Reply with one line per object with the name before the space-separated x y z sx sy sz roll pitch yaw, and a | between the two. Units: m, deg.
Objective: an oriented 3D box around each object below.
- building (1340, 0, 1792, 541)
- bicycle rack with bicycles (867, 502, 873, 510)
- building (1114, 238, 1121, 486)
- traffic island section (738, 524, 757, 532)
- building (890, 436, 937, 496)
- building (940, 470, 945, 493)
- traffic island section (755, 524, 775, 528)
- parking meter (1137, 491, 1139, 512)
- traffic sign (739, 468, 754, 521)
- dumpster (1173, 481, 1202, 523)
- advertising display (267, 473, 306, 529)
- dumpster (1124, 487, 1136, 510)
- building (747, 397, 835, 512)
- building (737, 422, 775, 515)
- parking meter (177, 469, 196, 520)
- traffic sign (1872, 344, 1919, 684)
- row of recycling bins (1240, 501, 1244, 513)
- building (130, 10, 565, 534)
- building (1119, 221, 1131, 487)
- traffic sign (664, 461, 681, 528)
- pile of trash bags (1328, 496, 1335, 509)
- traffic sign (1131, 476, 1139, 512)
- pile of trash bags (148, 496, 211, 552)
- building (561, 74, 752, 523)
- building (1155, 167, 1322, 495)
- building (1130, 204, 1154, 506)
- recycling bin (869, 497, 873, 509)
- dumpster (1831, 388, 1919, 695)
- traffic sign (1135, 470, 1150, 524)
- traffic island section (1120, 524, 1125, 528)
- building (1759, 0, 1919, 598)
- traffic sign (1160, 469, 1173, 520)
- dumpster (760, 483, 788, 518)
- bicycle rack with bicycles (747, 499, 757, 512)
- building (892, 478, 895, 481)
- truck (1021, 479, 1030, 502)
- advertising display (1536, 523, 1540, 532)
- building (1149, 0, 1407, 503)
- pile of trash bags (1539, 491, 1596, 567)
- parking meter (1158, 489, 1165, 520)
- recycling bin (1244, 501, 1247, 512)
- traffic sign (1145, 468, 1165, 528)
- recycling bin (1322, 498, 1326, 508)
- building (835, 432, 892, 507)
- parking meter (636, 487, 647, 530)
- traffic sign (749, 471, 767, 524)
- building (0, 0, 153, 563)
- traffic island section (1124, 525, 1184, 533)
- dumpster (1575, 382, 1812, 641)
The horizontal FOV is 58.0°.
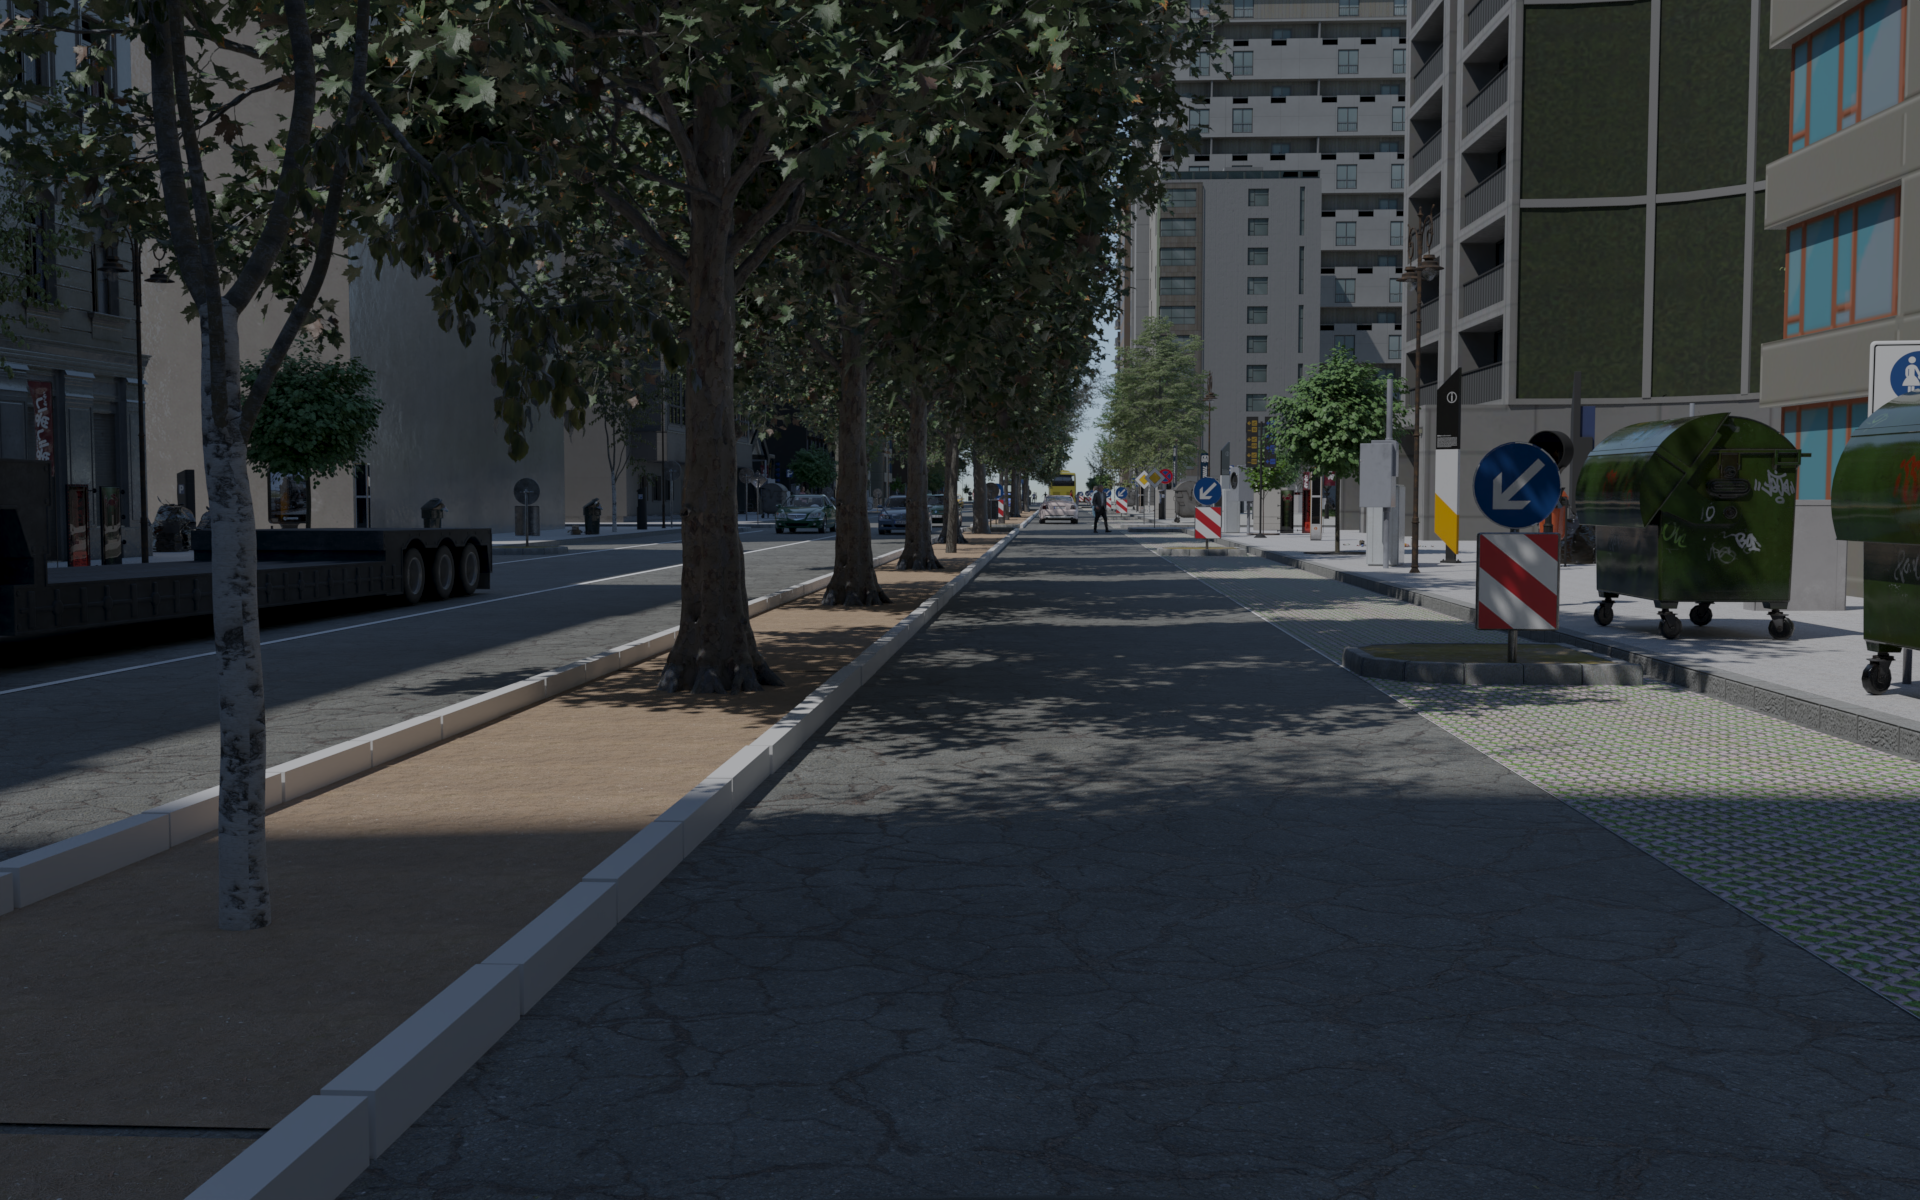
building | 23.171 -37.377 49.372 20.563 71.187 20.611 0 4 3
bicycle rack with bicycles | -8.486 -7.556 136.923 2.925 0.926 2.852 0 4 5
building | 37.213 -38.964 291.688 22.147 44.769 28.867 0 4 3
traffic island section | -9.145 -2.697 66.370 2.009 0.180 2.903 0 4 3
building | -10.518 -37.556 264.146 14.600 45.320 14.200 0 4 3
building | -15.460 -27.045 287.230 27.650 21.520 28.899 0 4 3
traffic island section | -8.695 -3.184 74.342 2.009 0.180 2.903 0 4 3
parking meter | 13.120 -7.252 126.979 0.372 1.533 0.369 0 3 0
traffic sign | -10.275 -5.088 83.299 0.768 2.556 0.104 1 4 10
dumpster | 10.161 -4.354 76.954 1.264 1.857 1.865 0 4 3
advertising display | -15.759 -2.169 40.673 0.123 1.923 0.974 3 5 43
dumpster | 13.919 -8.399 143.082 1.264 1.857 1.865 0 4 3
building | -16.609 -18.435 131.088 12.332 23.373 15.834 0 4 3
building | -20.440 -14.806 109.534 16.820 18.784 16.811 0 4 3
parking meter | -18.409 -2.171 41.215 0.399 1.863 0.255 2 4 32
traffic sign | 6.396 -0.581 11.629 0.606 2.300 0.079 1 4 10
row of recycling bins | 17.882 -6.794 118.201 1.069 1.692 3.534 -3 5 -44
building | -32.064 -15.285 54.418 34.151 26.468 19.350 0 4 3
building | 29.551 -36.181 241.671 14.600 45.320 14.200 0 4 3
traffic sign | -11.047 -4.048 66.283 0.768 2.556 0.104 1 4 9
pile of trash bags | 29.533 -7.533 132.915 3.447 1.369 1.912 1 4 15
traffic sign | 12.387 -7.420 121.416 0.768 2.556 0.104 1 4 9
pile of trash bags | -18.133 -1.759 38.517 1.912 1.369 3.447 2 4 34
building | -19.715 -18.061 88.810 14.314 27.812 24.014 0 4 3
building | 24.756 -23.580 157.236 14.160 30.474 14.107 0 4 3
building | 30.758 -40.547 204.941 21.231 58.520 28.212 0 4 3
recycling bin | -7.844 -8.170 146.131 0.722 1.027 0.722 -3 4 -36
dumpster | 6.300 -0.470 10.176 1.502 2.255 1.985 0 4 3
traffic sign | 7.796 -4.262 73.333 0.795 2.450 0.064 0 4 3
traffic island section | 7.820 -3.127 73.409 2.009 0.180 2.903 0 4 3
building | 24.324 -10.021 8.878 27.650 21.520 28.899 0 4 3
traffic sign | 10.308 -5.312 86.949 0.768 2.556 0.104 1 4 10
dumpster | -9.876 -5.274 91.986 1.264 1.857 1.865 0 4 3
bicycle rack with bicycles | -14.694 -6.632 121.813 2.925 0.926 2.852 2 4 31
building | -21.732 -36.907 192.675 28.713 52.752 27.495 0 4 3
truck | 9.942 -17.892 282.291 2.967 4.110 18.799 0 4 3
advertising display | 12.408 -1.921 36.630 0.123 1.923 0.974 0 4 1
building | 33.466 -35.940 176.861 28.713 52.752 27.495 0 4 3
pile of trash bags | 11.626 -1.333 31.554 3.447 1.369 1.912 -3 4 -38
parking meter | 10.207 -4.830 87.384 0.372 1.533 0.369 0 3 0
recycling bin | 20.155 -6.849 124.538 0.722 1.027 0.722 -1 4 -16
traffic sign | 7.346 -3.775 65.360 0.795 2.450 0.064 0 4 3
recycling bin | 22.065 -5.716 106.009 0.722 1.027 0.722 0 4 1
building | -21.653 -19.565 164.919 27.650 21.520 28.899 0 4 3
parking meter | -11.469 -3.304 62.439 0.372 1.533 0.369 0 3 0
traffic sign | -8.671 -4.320 74.279 0.795 2.450 0.064 0 4 3
building | -21.858 -10.849 26.529 9.793 20.994 18.267 0 4 3
traffic island section | 7.370 -2.639 65.436 2.009 0.180 2.903 0 4 3
dumpster | 6.709 -0.823 15.952 1.502 2.255 1.985 0 4 3
